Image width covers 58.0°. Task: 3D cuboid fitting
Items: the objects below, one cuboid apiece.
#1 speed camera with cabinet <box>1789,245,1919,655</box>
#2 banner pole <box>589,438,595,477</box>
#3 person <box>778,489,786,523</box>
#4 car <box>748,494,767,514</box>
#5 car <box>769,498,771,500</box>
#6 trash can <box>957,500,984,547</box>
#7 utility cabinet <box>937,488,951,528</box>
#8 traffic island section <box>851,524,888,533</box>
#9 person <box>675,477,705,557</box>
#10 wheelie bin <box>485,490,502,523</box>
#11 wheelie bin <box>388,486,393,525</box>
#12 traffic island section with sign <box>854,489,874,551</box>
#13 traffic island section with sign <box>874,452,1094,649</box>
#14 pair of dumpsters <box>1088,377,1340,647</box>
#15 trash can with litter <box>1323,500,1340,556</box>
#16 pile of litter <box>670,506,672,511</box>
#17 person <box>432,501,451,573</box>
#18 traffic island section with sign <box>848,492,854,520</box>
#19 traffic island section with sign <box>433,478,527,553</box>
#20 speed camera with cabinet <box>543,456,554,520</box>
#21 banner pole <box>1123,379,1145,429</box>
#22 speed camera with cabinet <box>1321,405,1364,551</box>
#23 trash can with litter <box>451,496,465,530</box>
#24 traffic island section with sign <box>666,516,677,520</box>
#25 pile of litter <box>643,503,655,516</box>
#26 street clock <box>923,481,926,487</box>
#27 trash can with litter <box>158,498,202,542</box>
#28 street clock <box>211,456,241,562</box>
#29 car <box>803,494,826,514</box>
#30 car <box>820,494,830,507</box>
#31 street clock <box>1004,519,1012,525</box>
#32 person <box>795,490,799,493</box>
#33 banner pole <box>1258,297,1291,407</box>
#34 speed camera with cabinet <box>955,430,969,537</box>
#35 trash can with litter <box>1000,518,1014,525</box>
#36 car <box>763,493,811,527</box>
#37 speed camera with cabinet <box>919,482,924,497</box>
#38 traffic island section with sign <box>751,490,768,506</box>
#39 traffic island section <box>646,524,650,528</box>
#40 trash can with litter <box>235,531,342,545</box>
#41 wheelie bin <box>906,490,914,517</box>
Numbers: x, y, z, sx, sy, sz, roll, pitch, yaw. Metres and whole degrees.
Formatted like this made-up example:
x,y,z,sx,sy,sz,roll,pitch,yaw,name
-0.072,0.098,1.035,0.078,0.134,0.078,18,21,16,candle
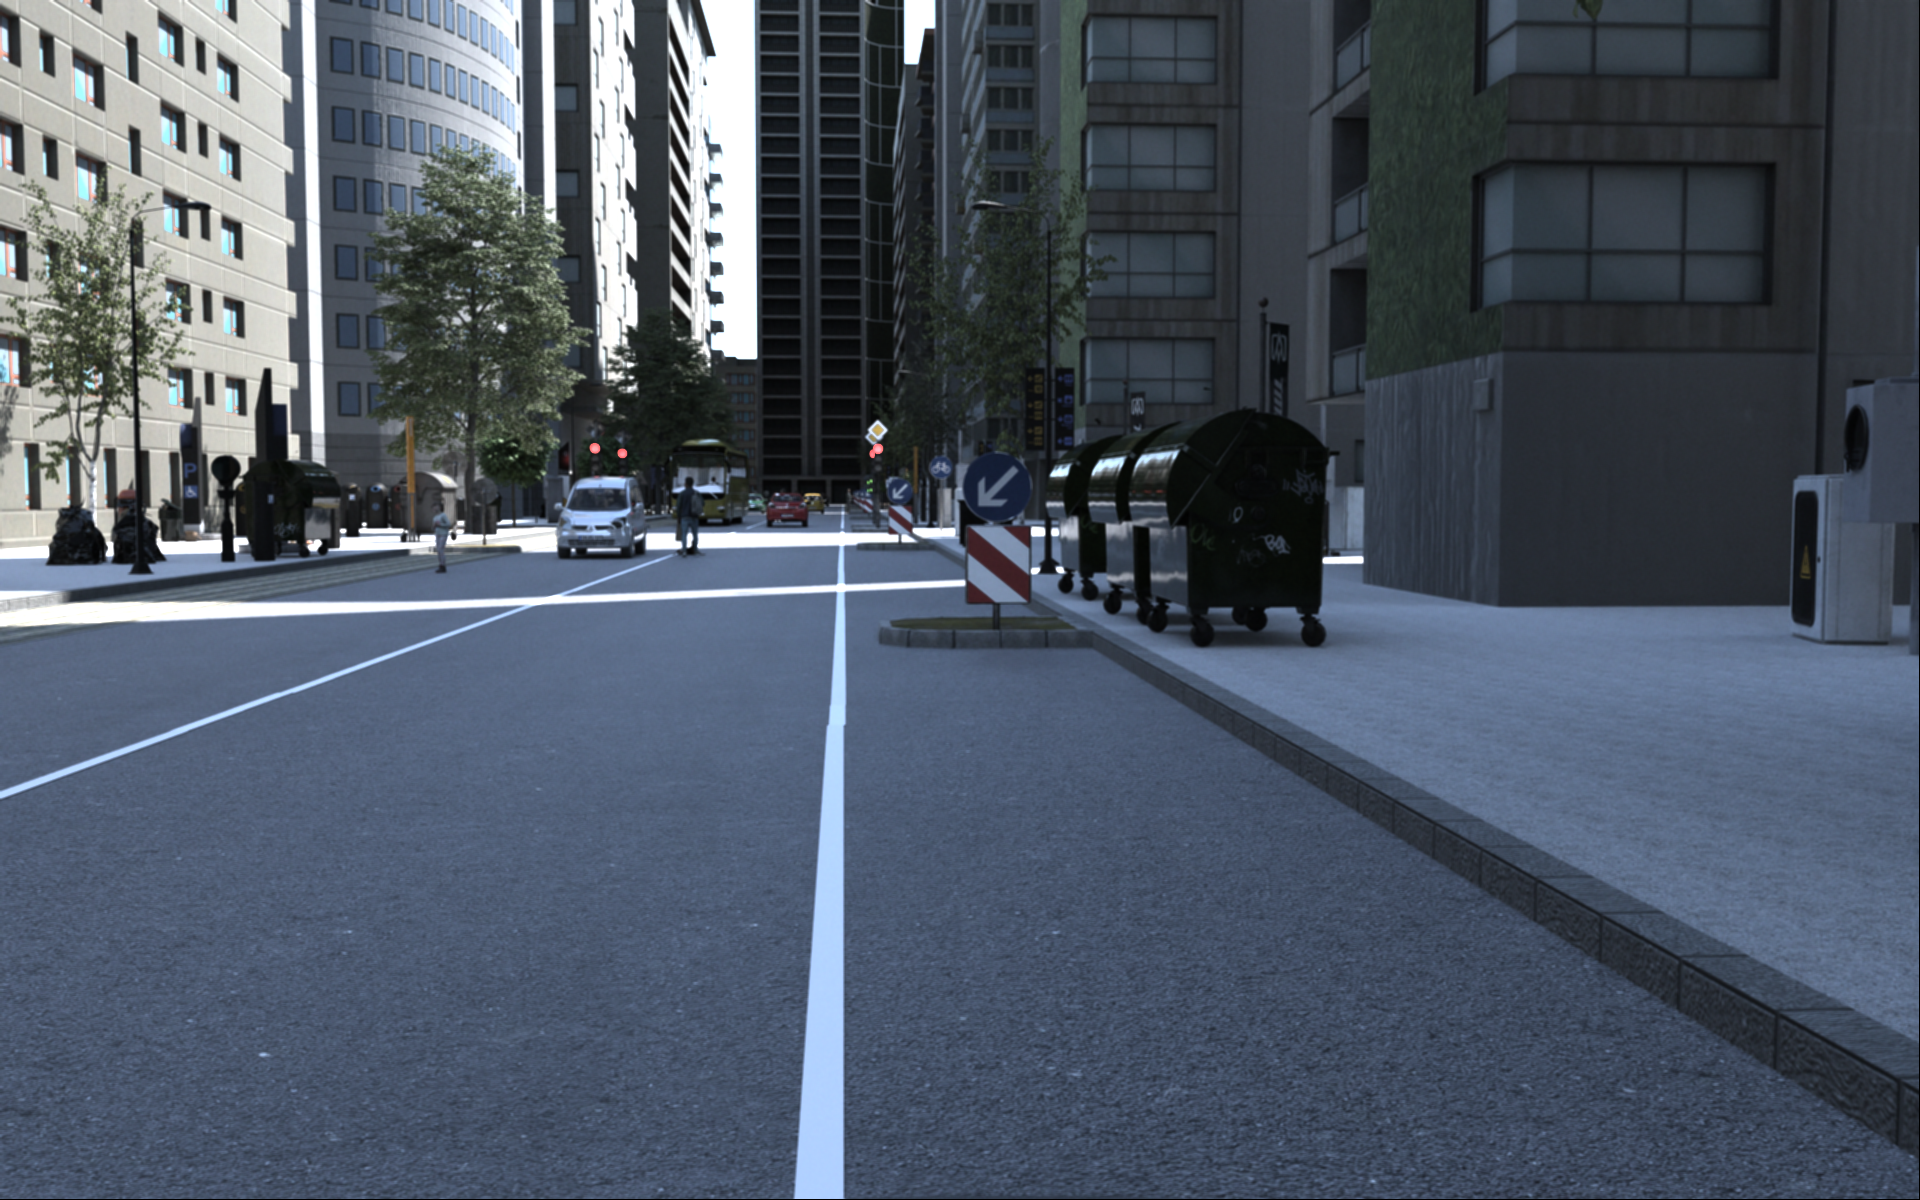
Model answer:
x,y,z,sx,sy,sz,roll,pitch,yaw,name
7.606,-1.238,14.576,0.660,3.252,2.038,1,4,10,speed camera with cabinet
-16.437,-5.350,77.484,0.401,3.779,0.863,-2,4,-25,banner pole
-8.587,-4.582,84.422,0.512,1.701,0.522,-3,5,-41,person
-15.194,-7.055,127.153,2.131,1.459,4.920,0,4,-5,car
-17.184,-9.475,165.146,2.015,1.641,3.980,0,4,-3,car
0.293,-1.860,42.072,0.748,1.137,0.748,0,3,0,trash can
-0.606,-3.465,65.330,0.318,1.500,1.173,-1,4,-13,utility cabinet
-3.075,-2.642,65.485,2.009,0.180,2.903,0,4,-4,traffic island section
-6.192,-1.889,39.365,0.794,1.824,0.713,0,4,6,person
-20.886,-4.246,77.335,0.980,1.594,0.693,3,5,44,wheelie bin
-23.238,-3.895,71.598,0.980,1.594,0.693,1,4,10,wheelie bin
-1.679,-2.213,44.807,1.989,1.847,2.006,0,4,-4,traffic island section with sign
0.195,-0.514,17.025,1.989,1.847,2.006,0,4,-4,traffic island section with sign
2.302,-0.855,16.475,1.574,2.255,4.437,0,4,-4,pair of dumpsters
7.002,-1.524,35.982,2.233,1.210,1.678,-1,4,-13,trash can with litter
-23.900,-7.907,143.238,1.719,0.858,1.176,0,4,3,pile of litter
-9.492,-1.153,31.624,0.425,1.301,0.394,1,4,17,person
-5.255,-5.466,97.996,1.989,1.847,2.006,0,4,-4,traffic island section with sign
-11.796,-2.088,42.769,1.989,1.847,2.006,0,4,-4,traffic island section with sign
-20.027,-5.598,85.863,0.660,3.252,2.038,-2,4,-35,speed camera with cabinet
3.735,-2.908,37.561,0.401,3.779,0.863,-3,4,-37,banner pole
8.512,-2.751,39.317,2.038,3.252,0.660,-3,5,-40,speed camera with cabinet
-18.283,-3.098,61.718,2.233,1.210,1.678,0,4,-6,trash can with litter
-15.460,-5.425,97.321,1.989,1.847,2.006,0,4,-4,traffic island section with sign
-18.561,-5.383,101.982,1.176,0.858,1.719,3,4,36,pile of litter
-1.755,-5.505,94.579,0.471,2.002,0.358,0,4,-5,street clock
-20.860,-2.137,46.324,1.055,1.170,0.624,-1,4,-17,trash can with litter
-13.887,-1.727,32.808,0.471,2.002,0.358,0,4,-2,street clock
-10.888,-7.192,127.808,2.015,1.641,3.980,0,4,-5,car
-16.074,-11.680,200.752,2.009,1.686,4.222,0,4,-3,car
1.081,-2.089,38.720,0.358,2.002,0.471,0,4,3,street clock
-13.019,-7.844,137.346,0.643,1.750,0.593,1,4,20,person
4.010,-1.975,22.303,0.401,3.779,0.863,3,5,42,banner pole
0.166,-3.591,53.055,0.660,3.252,2.038,0,4,2,speed camera with cabinet
1.273,-1.991,43.944,0.624,1.170,1.055,-3,4,-36,trash can with litter
-7.628,-4.123,76.443,2.155,1.783,4.494,0,4,-6,car
-3.092,-7.743,120.926,0.660,3.252,2.038,1,4,17,speed camera with cabinet
-20.641,-10.133,174.303,1.989,1.847,2.006,0,4,-4,traffic island section with sign
-14.130,-3.087,72.751,2.009,0.180,2.903,0,4,-4,traffic island section
-17.169,-2.000,43.750,2.233,1.210,1.678,1,4,11,trash can with litter
-2.726,-5.466,97.269,0.693,1.594,0.980,0,4,7,wheelie bin
